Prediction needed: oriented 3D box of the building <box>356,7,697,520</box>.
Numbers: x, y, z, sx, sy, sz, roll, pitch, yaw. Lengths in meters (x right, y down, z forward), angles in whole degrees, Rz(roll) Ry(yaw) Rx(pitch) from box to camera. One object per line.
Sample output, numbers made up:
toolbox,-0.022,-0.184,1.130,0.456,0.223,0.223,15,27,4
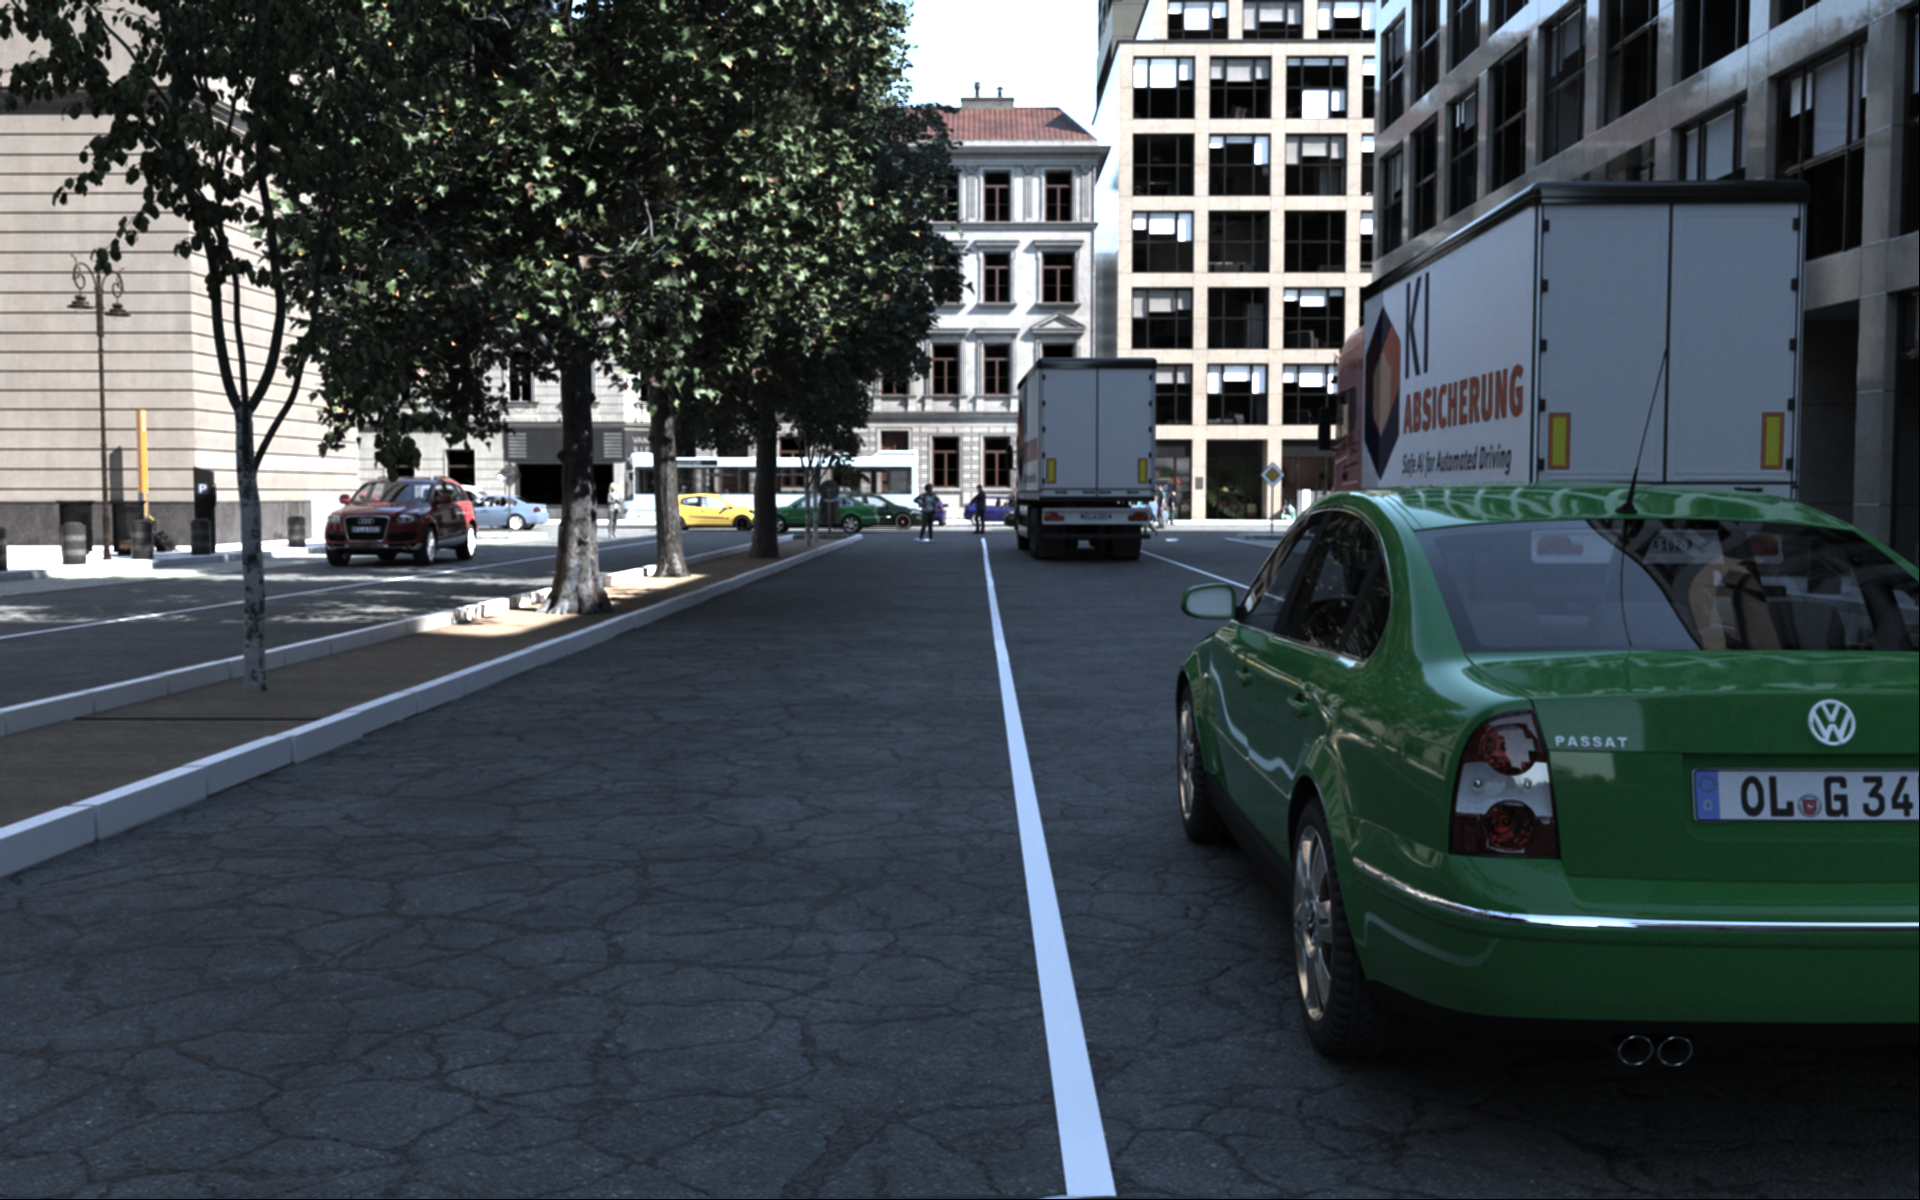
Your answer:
building,-35.792,-19.388,93.412,44.131,29.872,17.030,0,4,1

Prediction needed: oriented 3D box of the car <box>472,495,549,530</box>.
car,-18.736,-3.494,69.132,4.499,1.417,2.014,0,4,2

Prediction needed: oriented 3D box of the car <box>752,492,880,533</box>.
car,-5.300,-3.365,63.810,4.718,1.807,1.959,0,4,1

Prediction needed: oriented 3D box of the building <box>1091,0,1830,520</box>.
building,24.778,-17.699,93.892,34.151,26.468,19.350,0,4,1

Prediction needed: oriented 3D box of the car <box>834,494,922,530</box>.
car,-3.479,-3.684,70.027,4.222,1.686,2.009,0,4,1

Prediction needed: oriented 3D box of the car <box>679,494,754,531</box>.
car,-9.668,-3.559,68.421,3.980,1.641,2.015,0,4,2

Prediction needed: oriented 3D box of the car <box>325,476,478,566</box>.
car,-11.659,-1.696,36.403,2.281,1.827,5.304,0,4,-1

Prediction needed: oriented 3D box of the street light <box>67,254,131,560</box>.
street light,-16.623,-3.718,33.578,0.468,5.910,1.993,0,4,1

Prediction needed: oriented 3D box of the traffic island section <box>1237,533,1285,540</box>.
traffic island section,9.922,-2.001,54.991,2.009,0.180,2.903,0,4,1

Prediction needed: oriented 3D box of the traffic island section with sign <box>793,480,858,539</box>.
traffic island section with sign,-4.230,-2.888,55.357,2.006,1.907,1.989,0,4,1

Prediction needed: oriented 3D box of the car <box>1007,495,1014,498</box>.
car,3.916,-4.364,81.139,4.222,1.686,2.009,0,4,2

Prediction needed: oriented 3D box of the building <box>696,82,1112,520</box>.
building,-3.183,-15.520,89.906,21.152,22.565,11.583,0,4,1

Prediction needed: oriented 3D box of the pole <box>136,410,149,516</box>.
pole,-19.880,-2.953,42.129,0.158,3.312,0.155,0,3,0

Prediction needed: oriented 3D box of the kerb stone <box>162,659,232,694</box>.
kerb stone,-5.674,0.575,12.798,0.120,0.150,1.000,0,4,1

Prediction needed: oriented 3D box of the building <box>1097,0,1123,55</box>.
building,24.579,-46.652,201.006,20.563,71.187,20.611,0,4,1

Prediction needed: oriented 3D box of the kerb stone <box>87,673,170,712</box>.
kerb stone,-5.682,0.641,11.772,0.120,0.150,1.000,0,4,1

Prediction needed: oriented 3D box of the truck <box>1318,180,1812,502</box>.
truck,6.554,-1.970,21.117,2.839,4.237,11.283,0,4,2

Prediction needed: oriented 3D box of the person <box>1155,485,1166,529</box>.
person,8.284,-3.855,71.650,0.434,1.807,0.598,0,4,6

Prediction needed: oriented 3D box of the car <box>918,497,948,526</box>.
car,-1.526,-4.071,79.136,1.945,1.354,3.894,0,4,1

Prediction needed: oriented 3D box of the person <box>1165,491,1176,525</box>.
person,9.716,-4.225,79.783,0.471,1.553,0.569,2,4,24

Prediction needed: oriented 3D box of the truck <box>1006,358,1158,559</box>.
truck,2.714,-3.201,41.252,2.839,4.237,11.283,0,4,-1

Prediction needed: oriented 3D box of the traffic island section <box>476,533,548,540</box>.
traffic island section,-14.368,-2.014,55.214,2.009,0.180,2.903,0,4,1

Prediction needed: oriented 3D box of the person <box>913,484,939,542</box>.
person,-0.959,-2.579,51.397,0.841,1.734,0.376,-1,4,-21

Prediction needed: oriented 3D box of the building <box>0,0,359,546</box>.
building,-30.854,-15.324,47.817,25.104,27.353,12.463,0,4,1

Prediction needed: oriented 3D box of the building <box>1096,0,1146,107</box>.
building,24.282,-33.139,165.526,21.300,48.544,21.600,0,4,1

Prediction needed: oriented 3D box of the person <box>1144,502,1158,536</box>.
person,6.403,-2.809,58.673,0.590,1.304,0.306,1,4,23

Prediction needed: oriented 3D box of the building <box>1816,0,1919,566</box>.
building,22.075,-14.141,35.721,19.350,26.468,34.151,0,4,1

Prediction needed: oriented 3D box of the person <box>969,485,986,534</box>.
person,0.617,-3.278,62.544,0.568,1.767,0.683,1,4,19

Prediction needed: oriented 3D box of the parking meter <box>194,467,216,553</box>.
parking meter,-16.302,-1.940,37.425,0.399,1.863,0.255,-1,4,-9

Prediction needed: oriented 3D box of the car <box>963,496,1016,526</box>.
car,2.083,-4.030,78.475,3.894,1.354,1.945,0,4,0

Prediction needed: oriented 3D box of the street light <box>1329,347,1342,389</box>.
street light,11.941,-4.997,54.495,0.468,5.910,1.993,0,4,1

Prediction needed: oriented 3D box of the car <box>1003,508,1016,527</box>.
car,3.835,-3.629,69.127,4.222,1.686,2.009,0,4,-1

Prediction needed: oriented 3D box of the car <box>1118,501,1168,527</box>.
car,6.814,-3.881,75.449,4.499,1.417,2.014,0,4,1

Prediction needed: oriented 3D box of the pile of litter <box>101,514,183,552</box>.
pile of litter,-18.333,-1.515,38.738,1.719,0.858,1.176,-2,4,-26

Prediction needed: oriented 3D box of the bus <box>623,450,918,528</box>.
bus,-8.430,-4.834,73.893,13.247,3.499,2.948,0,4,-1

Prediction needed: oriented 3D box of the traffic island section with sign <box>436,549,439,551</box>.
traffic island section with sign,-14.147,-2.116,43.226,1.989,1.847,2.006,0,4,1

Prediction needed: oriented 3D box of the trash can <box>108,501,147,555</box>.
trash can,-17.530,-1.521,36.523,0.748,1.137,0.748,0,3,0

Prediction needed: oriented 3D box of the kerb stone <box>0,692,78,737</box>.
kerb stone,-5.690,0.704,10.736,0.120,0.150,1.000,0,4,1

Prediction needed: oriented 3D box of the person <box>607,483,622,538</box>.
person,-11.371,-2.964,57.152,0.537,1.800,0.526,-2,4,-32

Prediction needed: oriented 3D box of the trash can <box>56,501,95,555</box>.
trash can,-18.687,-1.527,36.619,0.748,1.137,0.748,0,3,0

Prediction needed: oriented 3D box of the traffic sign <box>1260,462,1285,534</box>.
traffic sign,9.898,-3.136,54.914,0.795,2.450,0.064,0,4,1

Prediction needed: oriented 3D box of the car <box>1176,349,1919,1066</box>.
car,1.790,0.186,5.757,1.959,1.807,4.718,0,4,0

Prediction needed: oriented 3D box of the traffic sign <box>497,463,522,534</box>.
traffic sign,-14.345,-3.150,55.152,0.795,2.450,0.064,0,4,1
